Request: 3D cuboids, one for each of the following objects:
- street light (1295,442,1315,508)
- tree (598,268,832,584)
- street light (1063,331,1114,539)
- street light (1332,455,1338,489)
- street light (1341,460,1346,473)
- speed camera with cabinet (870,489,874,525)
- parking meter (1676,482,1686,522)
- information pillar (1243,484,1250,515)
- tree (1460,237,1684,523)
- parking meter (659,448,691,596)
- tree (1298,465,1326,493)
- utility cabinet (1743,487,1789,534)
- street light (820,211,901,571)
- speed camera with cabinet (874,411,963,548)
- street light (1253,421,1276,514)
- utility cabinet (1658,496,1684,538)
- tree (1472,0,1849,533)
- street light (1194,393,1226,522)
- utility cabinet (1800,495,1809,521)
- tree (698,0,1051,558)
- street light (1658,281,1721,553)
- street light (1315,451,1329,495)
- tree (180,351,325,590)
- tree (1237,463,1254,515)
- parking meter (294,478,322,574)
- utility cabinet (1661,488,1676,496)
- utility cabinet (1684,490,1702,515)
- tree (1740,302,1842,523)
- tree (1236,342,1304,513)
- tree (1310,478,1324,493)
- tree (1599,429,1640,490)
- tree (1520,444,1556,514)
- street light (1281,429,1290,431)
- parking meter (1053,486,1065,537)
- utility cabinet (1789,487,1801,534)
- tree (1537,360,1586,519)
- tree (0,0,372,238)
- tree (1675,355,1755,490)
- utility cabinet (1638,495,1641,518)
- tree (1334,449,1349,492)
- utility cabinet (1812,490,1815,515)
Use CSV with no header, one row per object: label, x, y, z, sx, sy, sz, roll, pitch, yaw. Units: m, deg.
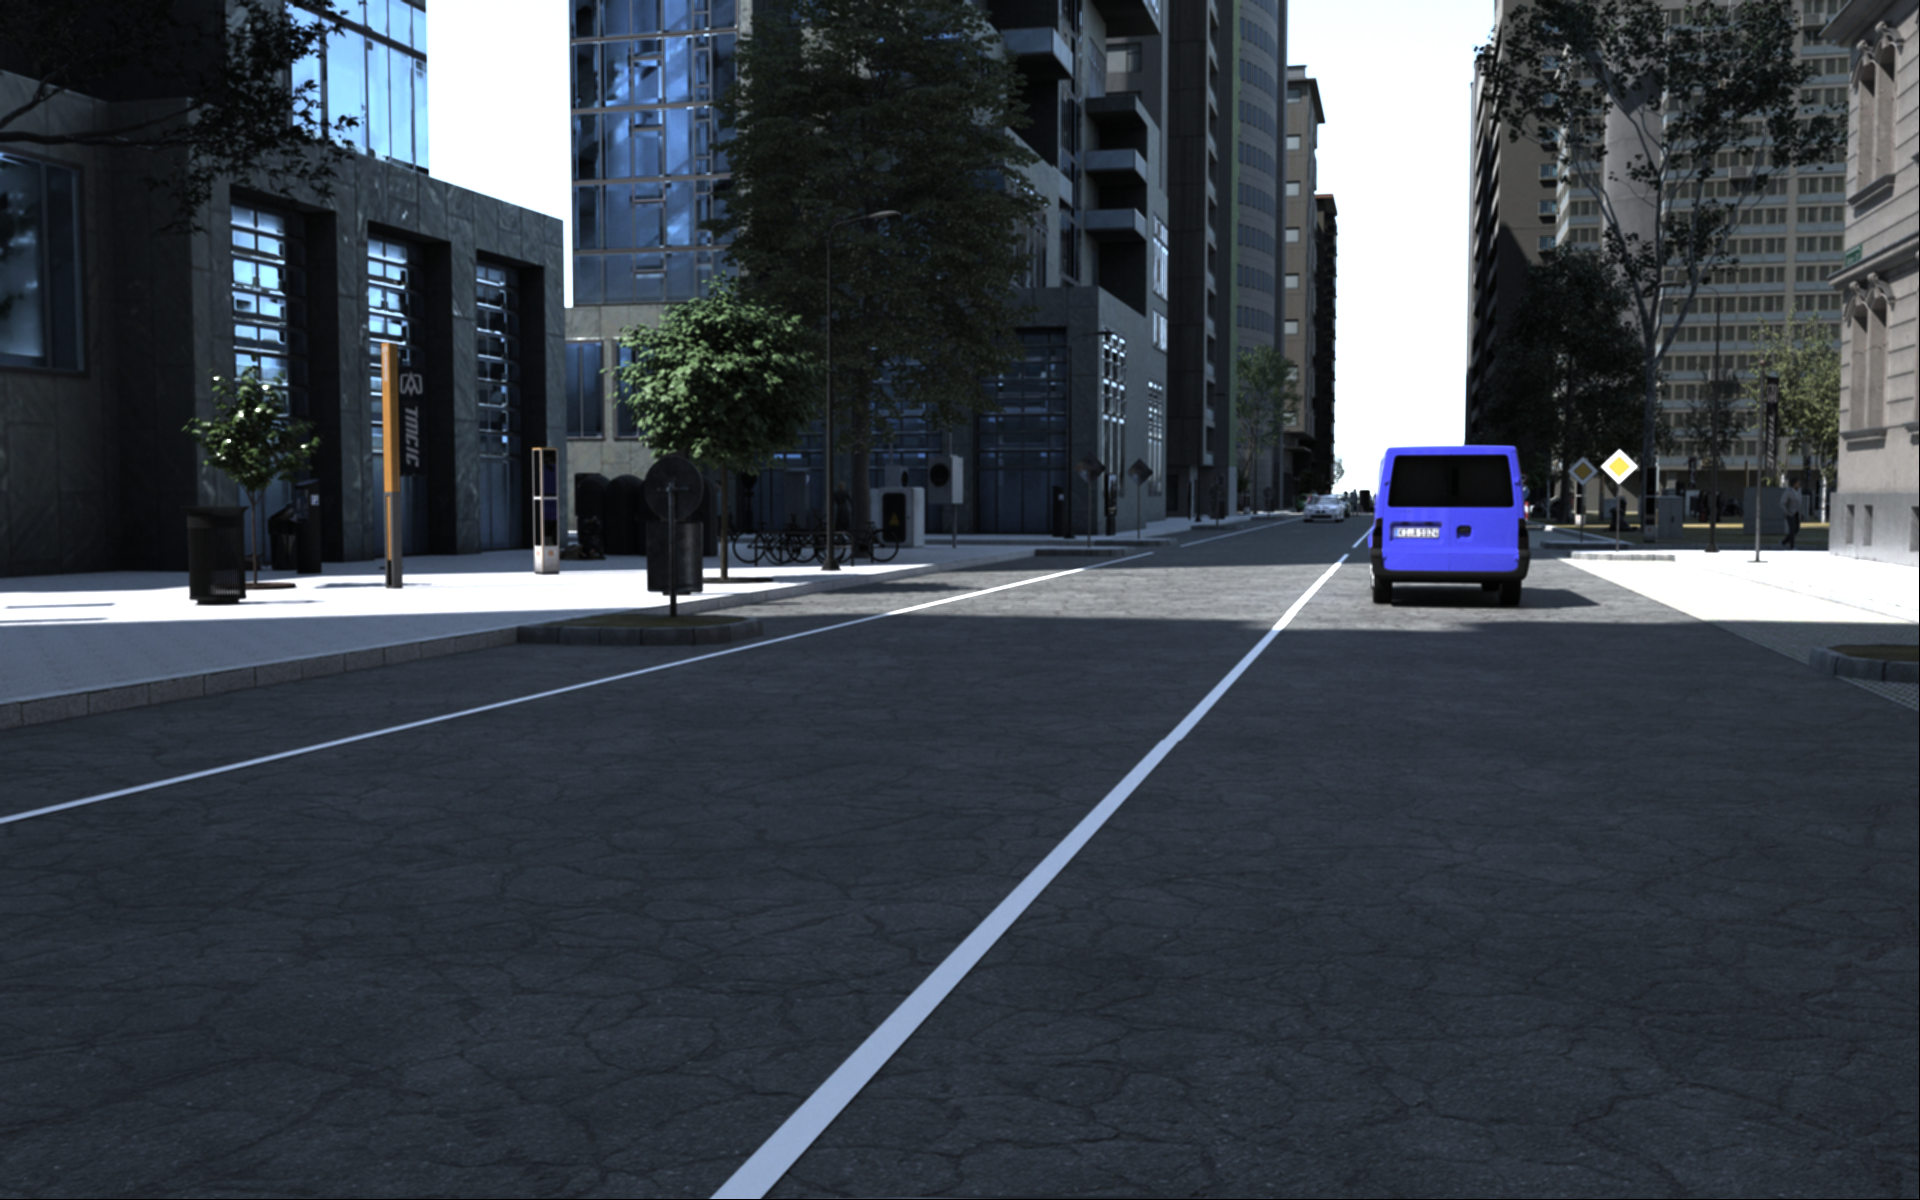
street light,30.653,-11.143,154.723,1.470,5.913,1.316,1,4,14
tree,-3.549,-2.544,25.304,4.285,4.588,4.351,0,3,0
street light,3.676,-4.707,49.504,1.470,5.913,1.316,1,4,14
street light,43.360,-14.147,203.851,1.470,5.913,1.316,1,4,14
street light,50.989,-15.993,234.021,1.470,5.913,1.316,1,4,14
speed camera with cabinet,-2.191,-3.603,53.243,0.660,3.252,2.038,1,4,18
parking meter,33.550,-4.585,80.673,0.399,1.863,0.255,-1,4,-13
information pillar,17.968,-6.365,108.560,0.304,2.012,0.304,-3,4,-38
tree,27.280,-9.811,77.420,9.611,12.733,9.660,0,3,0
parking meter,-3.623,-0.993,21.939,0.399,1.863,0.255,0,4,-5
tree,39.557,-12.972,195.802,4.285,4.588,4.351,0,3,0
utility cabinet,25.363,-2.809,54.608,1.173,1.500,0.318,1,4,20
street light,-1.643,-3.436,28.714,1.470,5.913,1.316,1,4,14
speed camera with cabinet,-0.947,-2.874,41.325,2.038,3.252,0.660,2,4,29
street light,19.278,-8.394,109.779,1.470,5.913,1.316,1,4,14
utility cabinet,20.420,-2.388,50.212,1.020,1.237,0.306,0,4,-7
tree,23.960,-12.233,55.903,12.611,20.169,13.585,0,3,0
street light,11.538,-6.558,79.758,1.470,5.913,1.316,1,4,14
utility cabinet,40.419,-4.434,83.651,1.020,1.237,0.306,2,4,33
tree,-1.750,-7.134,34.769,7.486,12.596,7.792,0,3,0
street light,15.943,-3.996,37.879,1.470,5.913,1.316,1,4,14
street light,38.356,-12.979,184.752,1.470,5.913,1.316,1,4,14
tree,-9.488,-1.772,23.578,1.663,3.219,1.824,0,3,0
tree,17.071,-6.876,107.025,1.663,3.219,1.824,0,3,0
parking meter,-10.520,-1.195,27.954,0.372,1.533,0.369,0,3,0
utility cabinet,26.687,-3.463,65.294,0.318,1.500,1.173,1,4,11
utility cabinet,43.607,-5.782,103.212,1.173,1.500,0.318,-1,4,-18
tree,32.345,-7.167,67.542,4.737,8.622,4.395,0,3,0
tree,19.610,-11.728,117.503,9.928,11.665,9.643,0,3,0
tree,39.298,-12.064,191.843,1.663,3.219,1.824,0,3,0
tree,42.577,-9.844,111.318,4.360,8.622,3.978,0,3,0
tree,36.809,-7.856,112.166,4.285,4.588,4.351,0,3,0
street light,22.959,-9.296,124.535,1.470,5.913,1.316,1,4,14
parking meter,2.963,-2.655,51.820,0.372,1.533,0.369,0,3,0
utility cabinet,26.252,-2.845,55.193,1.173,1.500,0.318,-2,4,-26
tree,30.306,-8.440,88.357,4.737,8.622,4.395,0,3,0
tree,-6.676,-4.645,10.352,7.601,10.594,8.767,-1,4,-11
tree,40.273,-8.694,92.511,4.360,8.622,3.978,0,3,0
utility cabinet,37.442,-5.083,94.274,1.020,1.237,0.306,-1,4,-11
tree,60.249,-19.973,276.922,4.737,8.622,4.395,0,3,0
utility cabinet,53.107,-5.998,106.740,1.173,1.500,0.318,-1,4,-15
